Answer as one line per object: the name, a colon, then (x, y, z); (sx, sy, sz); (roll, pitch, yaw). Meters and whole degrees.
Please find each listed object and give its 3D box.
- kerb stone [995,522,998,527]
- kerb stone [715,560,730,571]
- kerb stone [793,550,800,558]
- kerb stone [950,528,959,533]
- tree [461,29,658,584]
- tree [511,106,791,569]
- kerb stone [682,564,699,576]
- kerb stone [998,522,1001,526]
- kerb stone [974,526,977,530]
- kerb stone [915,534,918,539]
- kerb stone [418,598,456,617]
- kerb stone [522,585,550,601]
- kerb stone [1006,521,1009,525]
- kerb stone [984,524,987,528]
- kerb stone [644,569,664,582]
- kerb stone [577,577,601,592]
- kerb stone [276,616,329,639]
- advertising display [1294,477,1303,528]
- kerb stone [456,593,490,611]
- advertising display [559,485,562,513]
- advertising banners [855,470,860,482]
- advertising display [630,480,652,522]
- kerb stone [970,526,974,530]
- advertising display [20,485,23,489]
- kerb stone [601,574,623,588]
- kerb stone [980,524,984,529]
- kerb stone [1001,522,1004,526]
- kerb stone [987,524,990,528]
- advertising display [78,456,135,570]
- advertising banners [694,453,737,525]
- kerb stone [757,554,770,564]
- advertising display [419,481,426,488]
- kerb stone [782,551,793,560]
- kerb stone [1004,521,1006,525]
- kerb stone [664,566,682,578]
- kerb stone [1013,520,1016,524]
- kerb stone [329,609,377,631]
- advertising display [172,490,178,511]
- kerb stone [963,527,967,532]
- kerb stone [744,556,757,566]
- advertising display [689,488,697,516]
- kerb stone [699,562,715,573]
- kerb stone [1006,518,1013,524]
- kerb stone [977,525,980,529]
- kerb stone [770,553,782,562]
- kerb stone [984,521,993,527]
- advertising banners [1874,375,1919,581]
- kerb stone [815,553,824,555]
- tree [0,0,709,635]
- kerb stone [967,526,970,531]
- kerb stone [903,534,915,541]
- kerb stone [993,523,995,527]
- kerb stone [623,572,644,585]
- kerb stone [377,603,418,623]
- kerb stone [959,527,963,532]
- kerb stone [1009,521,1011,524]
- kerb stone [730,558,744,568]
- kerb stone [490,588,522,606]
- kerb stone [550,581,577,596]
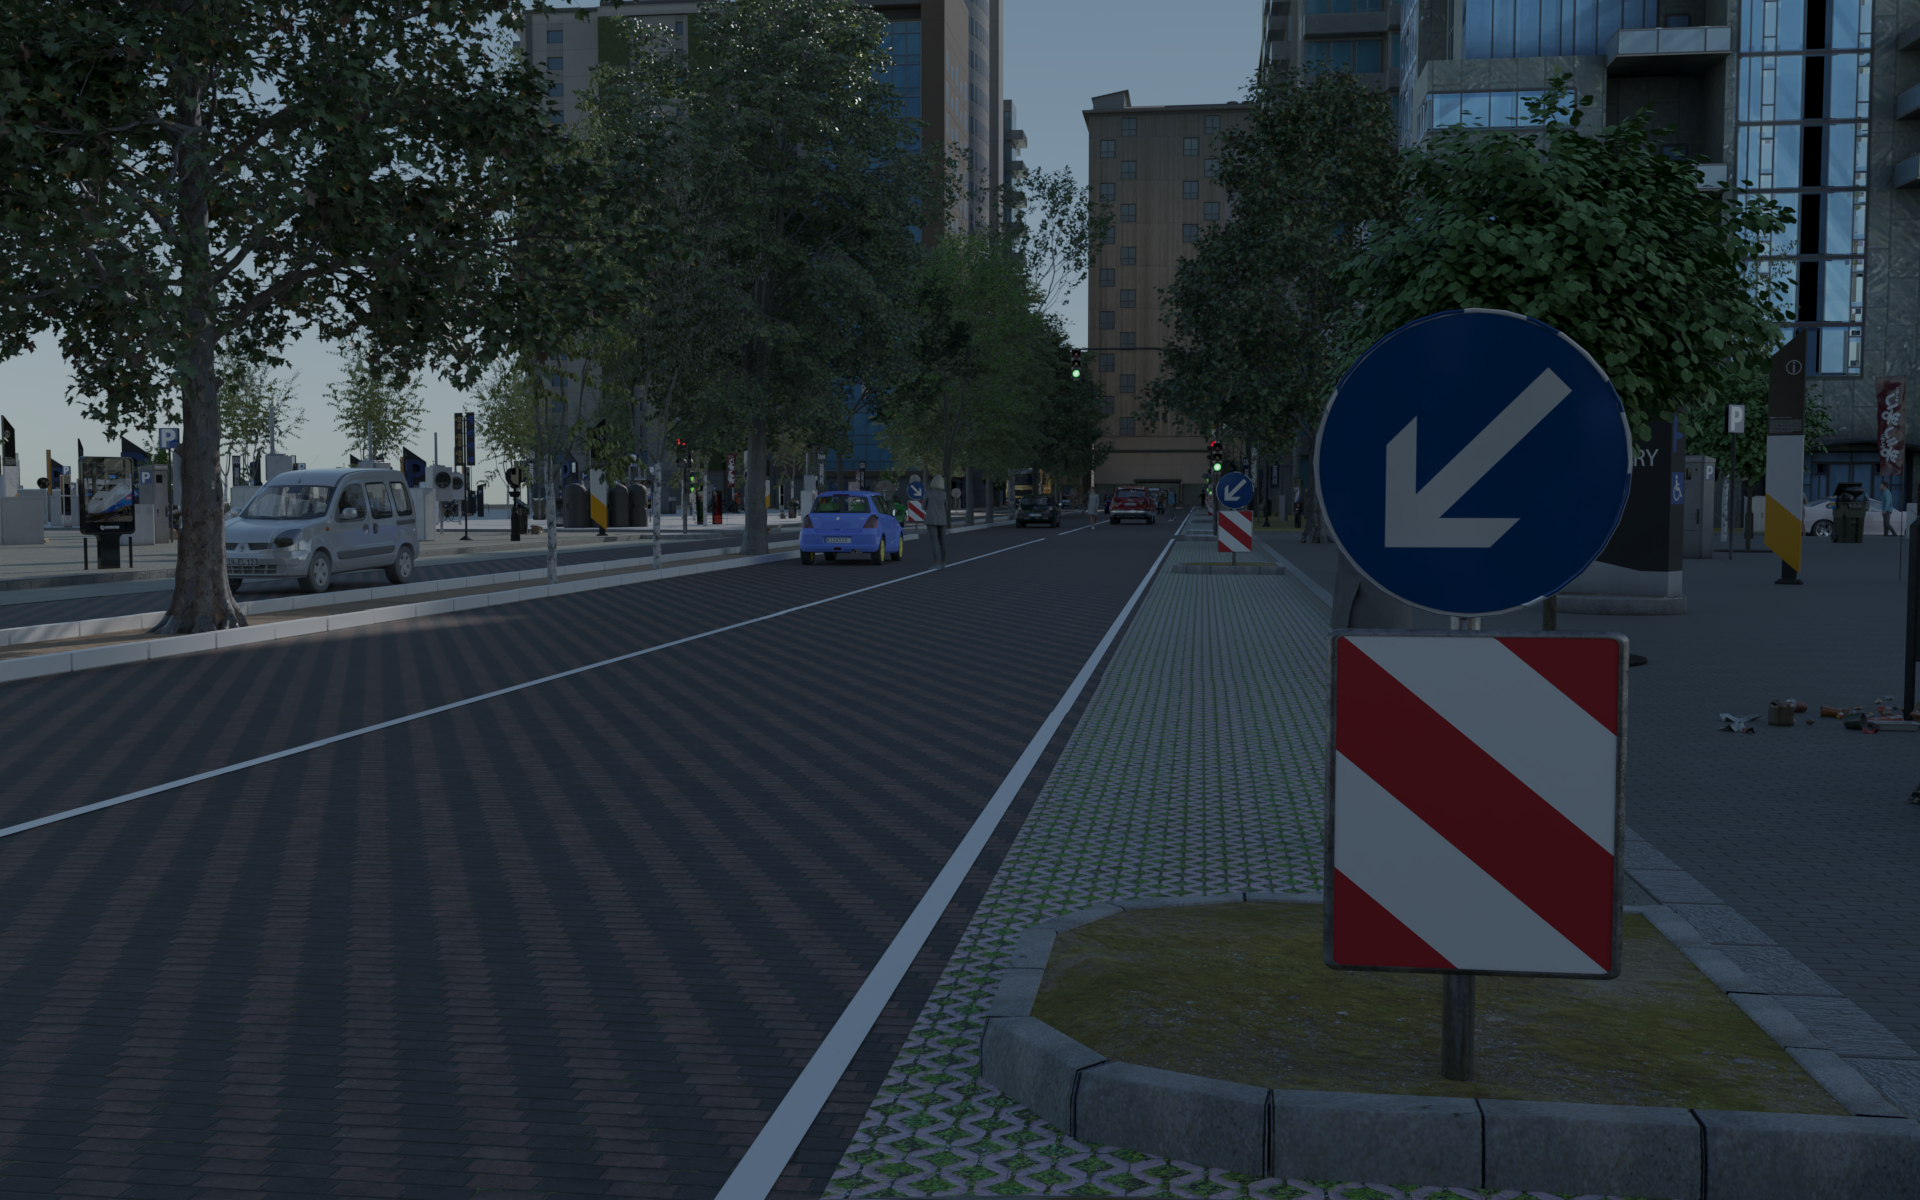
kerb stone: (1.447, -3.288, 75.975); (0.120, 0.150, 1.000); (0, 4, 8)
kerb stone: (-4.591, -0.644, 32.807); (0.120, 0.150, 1.000); (0, 4, 8)
kerb stone: (-3.750, -1.018, 38.883); (0.120, 0.150, 1.000); (0, 4, 8)
kerb stone: (-0.258, -2.543, 63.778); (0.120, 0.150, 1.000); (0, 4, 8)
tree: (-6.435, -4.529, 26.869); (4.737, 8.622, 4.395); (0, 3, 0)
tree: (-5.763, -4.907, 33.041); (4.360, 8.622, 3.978); (0, 3, 0)
kerb stone: (-4.884, -0.524, 30.767); (0.120, 0.150, 1.000); (0, 4, 8)
kerb stone: (1.592, -3.351, 76.991); (0.120, 0.150, 1.000); (0, 4, 8)
kerb stone: (0.453, -2.854, 68.864); (0.120, 0.150, 1.000); (0, 4, 8)
kerb stone: (-1.469, -2.013, 55.110); (0.120, 0.150, 1.000); (0, 4, 8)
kerb stone: (-6.304, 0.098, 20.622); (0.120, 0.150, 1.000); (0, 4, 8)
kerb stone: (-5.879, -0.090, 23.669); (0.120, 0.150, 1.000); (0, 4, 8)
kerb stone: (2.015, -3.537, 80.028); (0.120, 0.150, 1.000); (0, 4, 8)
kerb stone: (0.875, -3.035, 71.917); (0.120, 0.150, 1.000); (0, 4, 8)
kerb stone: (-5.171, -0.397, 28.732); (0.120, 0.150, 1.000); (0, 4, 8)
kerb stone: (-5.594, -0.214, 25.694); (0.120, 0.150, 1.000); (0, 4, 8)
kerb stone: (-6.732, 0.283, 17.571); (0.120, 0.150, 1.000); (0, 4, 8)
advertising display: (12.770, -3.682, 65.419); (0.123, 1.923, 0.974); (0, 4, -2)
kerb stone: (-6.159, 0.034, 21.633); (0.120, 0.150, 1.000); (0, 4, 8)
advertising display: (-26.474, -6.806, 116.484); (0.974, 1.923, 0.123); (0, 4, -5)
advertising banners: (-8.069, -7.904, 125.417); (2.074, 3.025, 0.090); (1, 4, 17)
advertising display: (-14.698, -4.558, 79.735); (0.974, 1.923, 0.123); (0, 4, -8)
kerb stone: (0.308, -2.792, 67.853); (0.120, 0.150, 1.000); (0, 4, 8)
advertising display: (-68.756, -7.420, 126.528); (0.123, 1.923, 0.974); (0, 4, 5)
kerb stone: (-5.454, -0.276, 26.707); (0.120, 0.150, 1.000); (0, 4, 8)
kerb stone: (0.738, -2.970, 70.903); (0.120, 0.150, 1.000); (0, 4, 8)
kerb stone: (1.731, -3.413, 78.004); (0.120, 0.150, 1.000); (0, 4, 8)
kerb stone: (1.029, -3.103, 72.934); (0.120, 0.150, 1.000); (0, 4, 8)
advertising display: (-14.619, -1.498, 29.699); (0.123, 1.923, 0.974); (2, 4, 29)
advertising banners: (-10.279, -4.703, 73.086); (2.074, 3.025, 0.090); (-3, 4, -38)
kerb stone: (-4.170, -0.828, 35.844); (0.120, 0.150, 1.000); (0, 4, 8)
advertising display: (-26.566, -4.978, 86.611); (0.974, 1.923, 0.123); (0, 4, 2)
kerb stone: (-3.887, -0.955, 37.871); (0.120, 0.150, 1.000); (0, 4, 8)
kerb stone: (1.865, -3.475, 79.017); (0.120, 0.150, 1.000); (0, 4, 8)
kerb stone: (-5.027, -0.462, 29.750); (0.120, 0.150, 1.000); (0, 4, 8)
kerb stone: (2.444, -3.723, 83.071); (0.120, 0.150, 1.000); (0, 4, 8)
kerb stone: (-6.584, 0.227, 18.591); (0.120, 0.150, 1.000); (0, 4, 8)
advertising display: (-50.131, -6.446, 110.608); (0.123, 1.923, 0.974); (0, 4, -6)
kerb stone: (0.032, -2.665, 65.811); (0.120, 0.150, 1.000); (0, 4, 8)
kerb stone: (-4.312, -0.773, 34.831); (0.120, 0.150, 1.000); (0, 4, 8)
advertising display: (-15.935, -5.999, 103.304); (0.123, 1.923, 0.974); (-2, 4, -29)
kerb stone: (-4.738, -0.586, 31.778); (0.120, 0.150, 1.000); (0, 4, 8)
kerb stone: (2.302, -3.661, 82.058); (0.120, 0.150, 1.000); (0, 4, 8)
kerb stone: (0.592, -2.916, 69.877); (0.120, 0.150, 1.000); (0, 4, 8)
kerb stone: (-4.025, -0.897, 36.858); (0.120, 0.150, 1.000); (0, 4, 8)
kerb stone: (1.161, -3.165, 73.948); (0.120, 0.150, 1.000); (0, 4, 8)
advertising banners: (14.113, -1.765, 25.039); (0.090, 3.025, 2.074); (-2, 4, -25)
kerb stone: (-3.321, -1.202, 41.920); (0.120, 0.150, 1.000); (0, 4, 8)
tree: (-7.842, -6.010, 17.735); (9.611, 12.733, 9.660); (0, 3, 0)
kerb stone: (0.160, -2.730, 66.828); (0.120, 0.150, 1.000); (0, 4, 8)
kerb stone: (-1.620, -1.950, 54.099); (0.120, 0.150, 1.000); (0, 4, 8)
kerb stone: (1.304, -3.227, 74.963); (0.120, 0.150, 1.000); (0, 4, 8)
kerb stone: (-5.311, -0.338, 27.719); (0.120, 0.150, 1.000); (0, 4, 8)
kerb stone: (-6.448, 0.158, 19.608); (0.120, 0.150, 1.000); (0, 4, 8)
kerb stone: (-0.123, -2.605, 64.793); (0.120, 0.150, 1.000); (0, 4, 8)
kerb stone: (2.161, -3.595, 81.044); (0.120, 0.150, 1.000); (0, 4, 8)
kerb stone: (-4.454, -0.711, 33.819); (0.120, 0.150, 1.000); (0, 4, 8)
kerb stone: (-6.018, -0.023, 22.654); (0.120, 0.150, 1.000); (0, 4, 8)
kerb stone: (-5.732, -0.150, 24.680); (0.120, 0.150, 1.000); (0, 4, 8)
